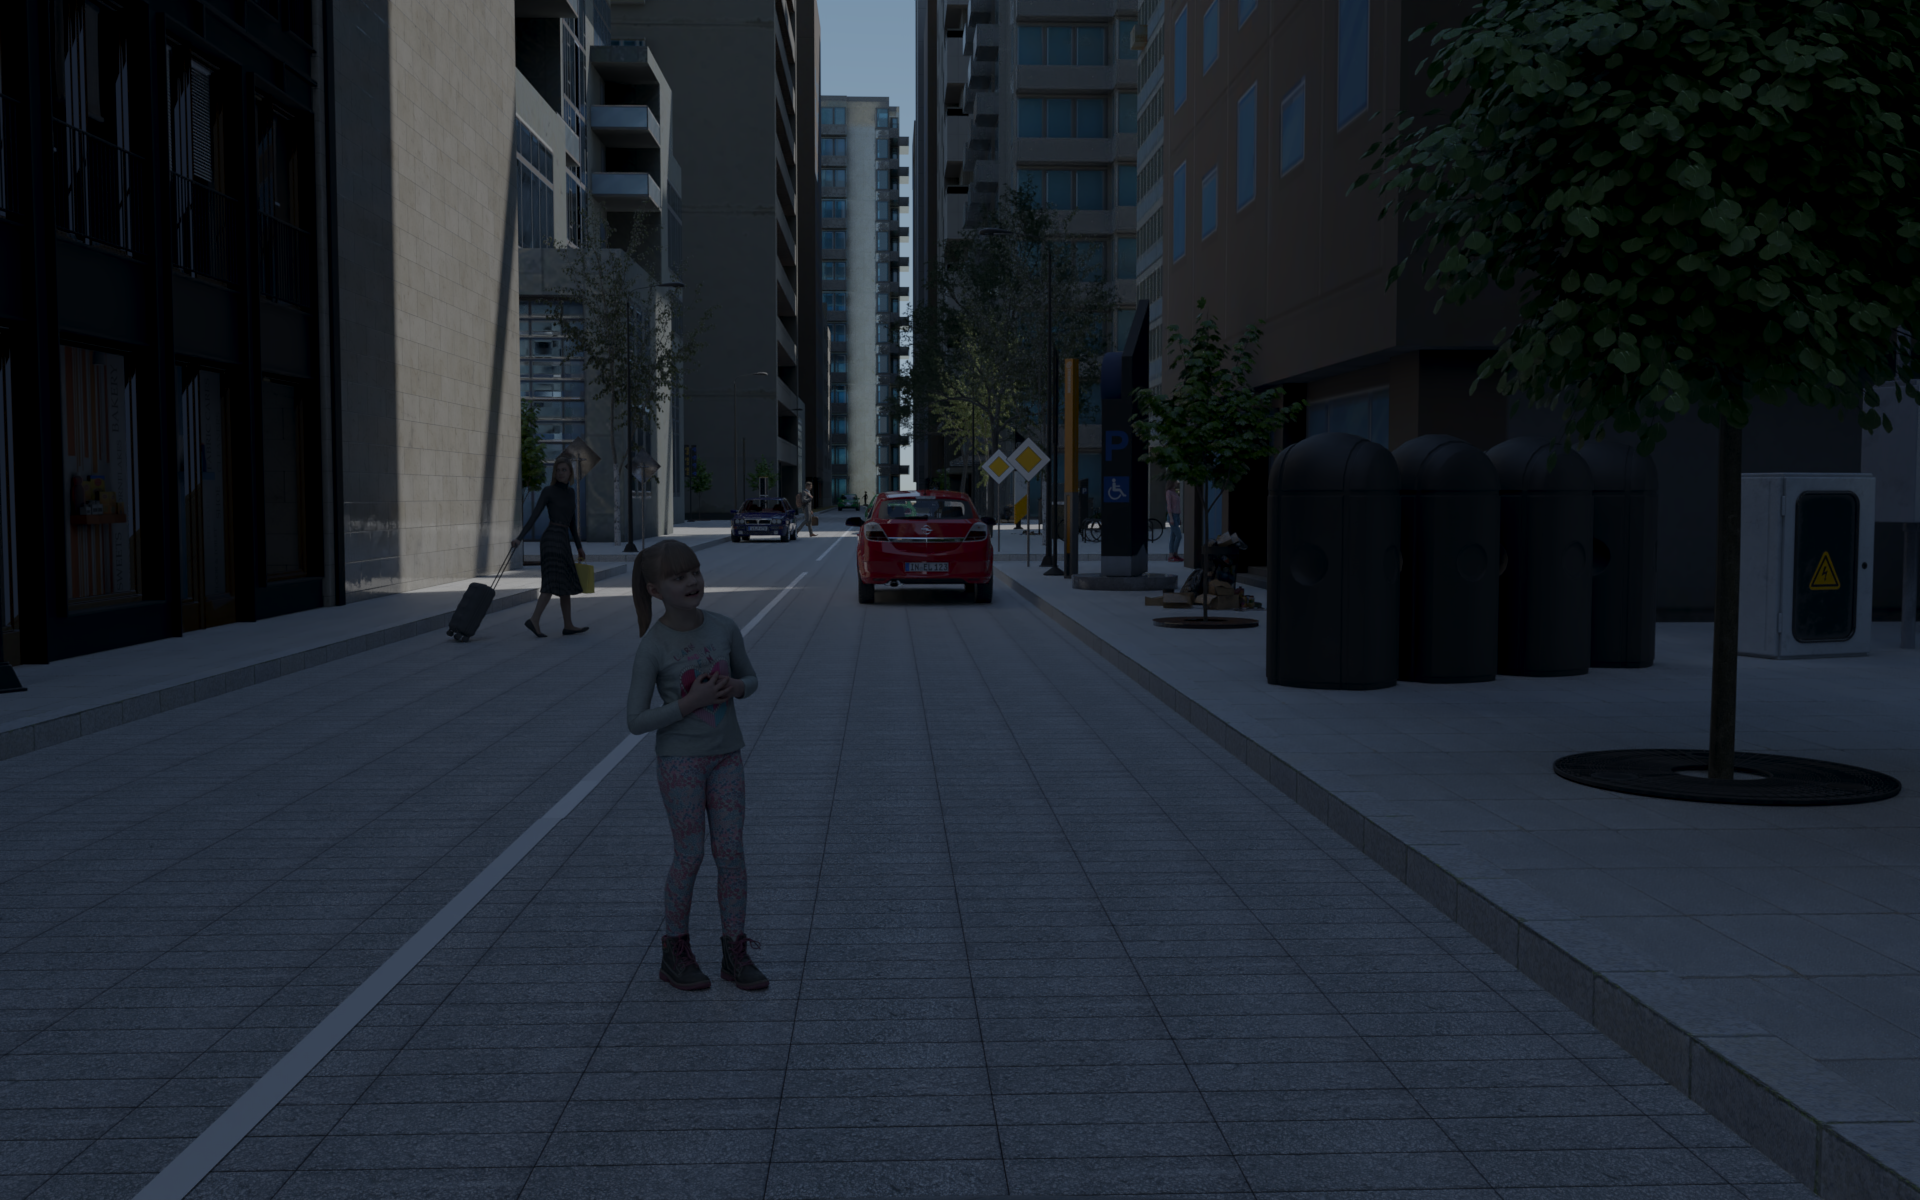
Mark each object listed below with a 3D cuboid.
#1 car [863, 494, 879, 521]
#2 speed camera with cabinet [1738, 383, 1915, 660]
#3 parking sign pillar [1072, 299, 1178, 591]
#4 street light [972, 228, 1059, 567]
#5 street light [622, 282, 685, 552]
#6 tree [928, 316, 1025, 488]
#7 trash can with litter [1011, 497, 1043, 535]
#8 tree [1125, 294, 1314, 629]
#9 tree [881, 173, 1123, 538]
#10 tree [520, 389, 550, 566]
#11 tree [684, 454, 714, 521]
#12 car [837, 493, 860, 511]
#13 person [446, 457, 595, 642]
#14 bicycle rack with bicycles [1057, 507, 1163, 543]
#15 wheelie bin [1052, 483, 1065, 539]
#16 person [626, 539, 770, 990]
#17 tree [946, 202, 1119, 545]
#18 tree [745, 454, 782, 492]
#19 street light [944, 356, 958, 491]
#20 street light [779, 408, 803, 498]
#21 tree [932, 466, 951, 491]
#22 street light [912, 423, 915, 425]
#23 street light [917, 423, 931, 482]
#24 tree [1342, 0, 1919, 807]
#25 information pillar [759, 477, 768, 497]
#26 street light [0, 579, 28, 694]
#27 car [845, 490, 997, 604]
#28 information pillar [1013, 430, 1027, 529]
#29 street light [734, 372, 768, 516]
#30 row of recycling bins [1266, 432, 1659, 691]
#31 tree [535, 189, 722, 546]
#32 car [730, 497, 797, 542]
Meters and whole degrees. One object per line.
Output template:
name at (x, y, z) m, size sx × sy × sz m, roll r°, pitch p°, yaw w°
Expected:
car at (-2.529, -3.165, 63.539) m, size 2.131 × 1.459 × 4.920 m, roll 0°, pitch 4°, yaw -1°
speed camera with cabinet at (7.158, -1.193, 13.847) m, size 2.038 × 3.252 × 0.660 m, roll -1°, pitch 4°, yaw -20°
parking sign pillar at (2.246, -2.142, 23.496) m, size 1.447 × 3.967 × 1.447 m, roll 1°, pitch 4°, yaw 16°
street light at (1.029, -3.539, 30.412) m, size 1.470 × 5.913 × 1.316 m, roll 0°, pitch 4°, yaw -2°
street light at (-6.724, -4.007, 38.048) m, size 1.470 × 5.913 × 1.316 m, roll 0°, pitch 4°, yaw -2°
tree at (0.900, -7.239, 68.715) m, size 4.737 × 8.622 × 4.395 m, roll 0°, pitch 3°, yaw 0°
trash can with litter at (2.490, -2.650, 54.390) m, size 1.678 × 1.210 × 2.233 m, roll -2°, pitch 4°, yaw -35°
tree at (2.352, -1.368, 16.968) m, size 1.663 × 3.219 × 1.824 m, roll 0°, pitch 3°, yaw 0°
tree at (1.134, -7.086, 50.271) m, size 7.601 × 10.594 × 8.767 m, roll 1°, pitch 4°, yaw 18°
tree at (-7.907, -2.253, 31.434) m, size 1.663 × 3.219 × 1.824 m, roll 0°, pitch 3°, yaw 0°
tree at (-12.653, -5.420, 83.213) m, size 1.663 × 3.219 × 1.824 m, roll 0°, pitch 3°, yaw 0°
car at (-9.471, -8.496, 147.707) m, size 1.959 × 1.807 × 4.718 m, roll 0°, pitch 4°, yaw -1°
person at (-4.362, -0.524, 17.278) m, size 1.509 × 1.804 × 0.699 m, roll -2°, pitch 4°, yaw -30°
bicycle rack with bicycles at (4.032, -2.013, 46.289) m, size 2.925 × 0.926 × 2.852 m, roll 0°, pitch 4°, yaw 3°
wheelie bin at (2.874, -2.545, 49.523) m, size 0.980 × 1.594 × 0.693 m, roll 2°, pitch 4°, yaw 24°
person at (-0.739, 0.473, 5.040) m, size 0.394 × 1.301 × 0.425 m, roll 3°, pitch 4°, yaw 37°
tree at (1.887, -5.664, 42.969) m, size 4.360 × 8.622 × 3.978 m, roll 0°, pitch 3°, yaw 0°
tree at (-9.508, -5.398, 82.856) m, size 1.663 × 3.219 × 1.824 m, roll 0°, pitch 3°, yaw 0°
street light at (-0.104, -5.181, 57.248) m, size 1.470 × 5.913 × 1.316 m, roll 0°, pitch 4°, yaw -2°
street light at (-9.216, -7.425, 93.939) m, size 1.470 × 5.913 × 1.316 m, roll 0°, pitch 4°, yaw -2°
tree at (-1.034, -7.501, 117.238) m, size 1.663 × 3.219 × 1.824 m, roll 0°, pitch 3°, yaw 0°
street light at (-2.460, -8.620, 113.483) m, size 1.470 × 5.913 × 1.316 m, roll 0°, pitch 4°, yaw -2°
street light at (-1.263, -6.906, 85.459) m, size 1.470 × 5.913 × 1.316 m, roll 0°, pitch 4°, yaw -2°
tree at (3.366, -1.469, 7.726) m, size 4.285 × 4.588 × 4.351 m, roll 0°, pitch 3°, yaw 0°
information pillar at (-8.415, -4.268, 74.279) m, size 0.304 × 2.012 × 0.304 m, roll 1°, pitch 4°, yaw 13°
street light at (-5.712, -2.356, 11.067) m, size 1.470 × 5.913 × 1.316 m, roll 0°, pitch 4°, yaw -2°
car at (-0.530, -0.925, 24.171) m, size 2.155 × 1.783 × 4.494 m, roll 0°, pitch 4°, yaw -3°
information pillar at (2.213, -4.390, 63.127) m, size 0.504 × 3.616 × 0.183 m, roll -1°, pitch 4°, yaw -11°
street light at (-8.045, -5.730, 66.229) m, size 1.470 × 5.913 × 1.316 m, roll 0°, pitch 4°, yaw -2°
row of recycling bins at (3.697, -0.319, 12.336) m, size 3.534 × 1.692 × 1.069 m, roll -2°, pitch 4°, yaw -32°
tree at (-8.267, -5.651, 42.756) m, size 4.360 × 8.622 × 3.978 m, roll 0°, pitch 3°, yaw 0°
car at (-5.927, -2.444, 52.540) m, size 1.945 × 1.354 × 3.894 m, roll 0°, pitch 4°, yaw -1°
